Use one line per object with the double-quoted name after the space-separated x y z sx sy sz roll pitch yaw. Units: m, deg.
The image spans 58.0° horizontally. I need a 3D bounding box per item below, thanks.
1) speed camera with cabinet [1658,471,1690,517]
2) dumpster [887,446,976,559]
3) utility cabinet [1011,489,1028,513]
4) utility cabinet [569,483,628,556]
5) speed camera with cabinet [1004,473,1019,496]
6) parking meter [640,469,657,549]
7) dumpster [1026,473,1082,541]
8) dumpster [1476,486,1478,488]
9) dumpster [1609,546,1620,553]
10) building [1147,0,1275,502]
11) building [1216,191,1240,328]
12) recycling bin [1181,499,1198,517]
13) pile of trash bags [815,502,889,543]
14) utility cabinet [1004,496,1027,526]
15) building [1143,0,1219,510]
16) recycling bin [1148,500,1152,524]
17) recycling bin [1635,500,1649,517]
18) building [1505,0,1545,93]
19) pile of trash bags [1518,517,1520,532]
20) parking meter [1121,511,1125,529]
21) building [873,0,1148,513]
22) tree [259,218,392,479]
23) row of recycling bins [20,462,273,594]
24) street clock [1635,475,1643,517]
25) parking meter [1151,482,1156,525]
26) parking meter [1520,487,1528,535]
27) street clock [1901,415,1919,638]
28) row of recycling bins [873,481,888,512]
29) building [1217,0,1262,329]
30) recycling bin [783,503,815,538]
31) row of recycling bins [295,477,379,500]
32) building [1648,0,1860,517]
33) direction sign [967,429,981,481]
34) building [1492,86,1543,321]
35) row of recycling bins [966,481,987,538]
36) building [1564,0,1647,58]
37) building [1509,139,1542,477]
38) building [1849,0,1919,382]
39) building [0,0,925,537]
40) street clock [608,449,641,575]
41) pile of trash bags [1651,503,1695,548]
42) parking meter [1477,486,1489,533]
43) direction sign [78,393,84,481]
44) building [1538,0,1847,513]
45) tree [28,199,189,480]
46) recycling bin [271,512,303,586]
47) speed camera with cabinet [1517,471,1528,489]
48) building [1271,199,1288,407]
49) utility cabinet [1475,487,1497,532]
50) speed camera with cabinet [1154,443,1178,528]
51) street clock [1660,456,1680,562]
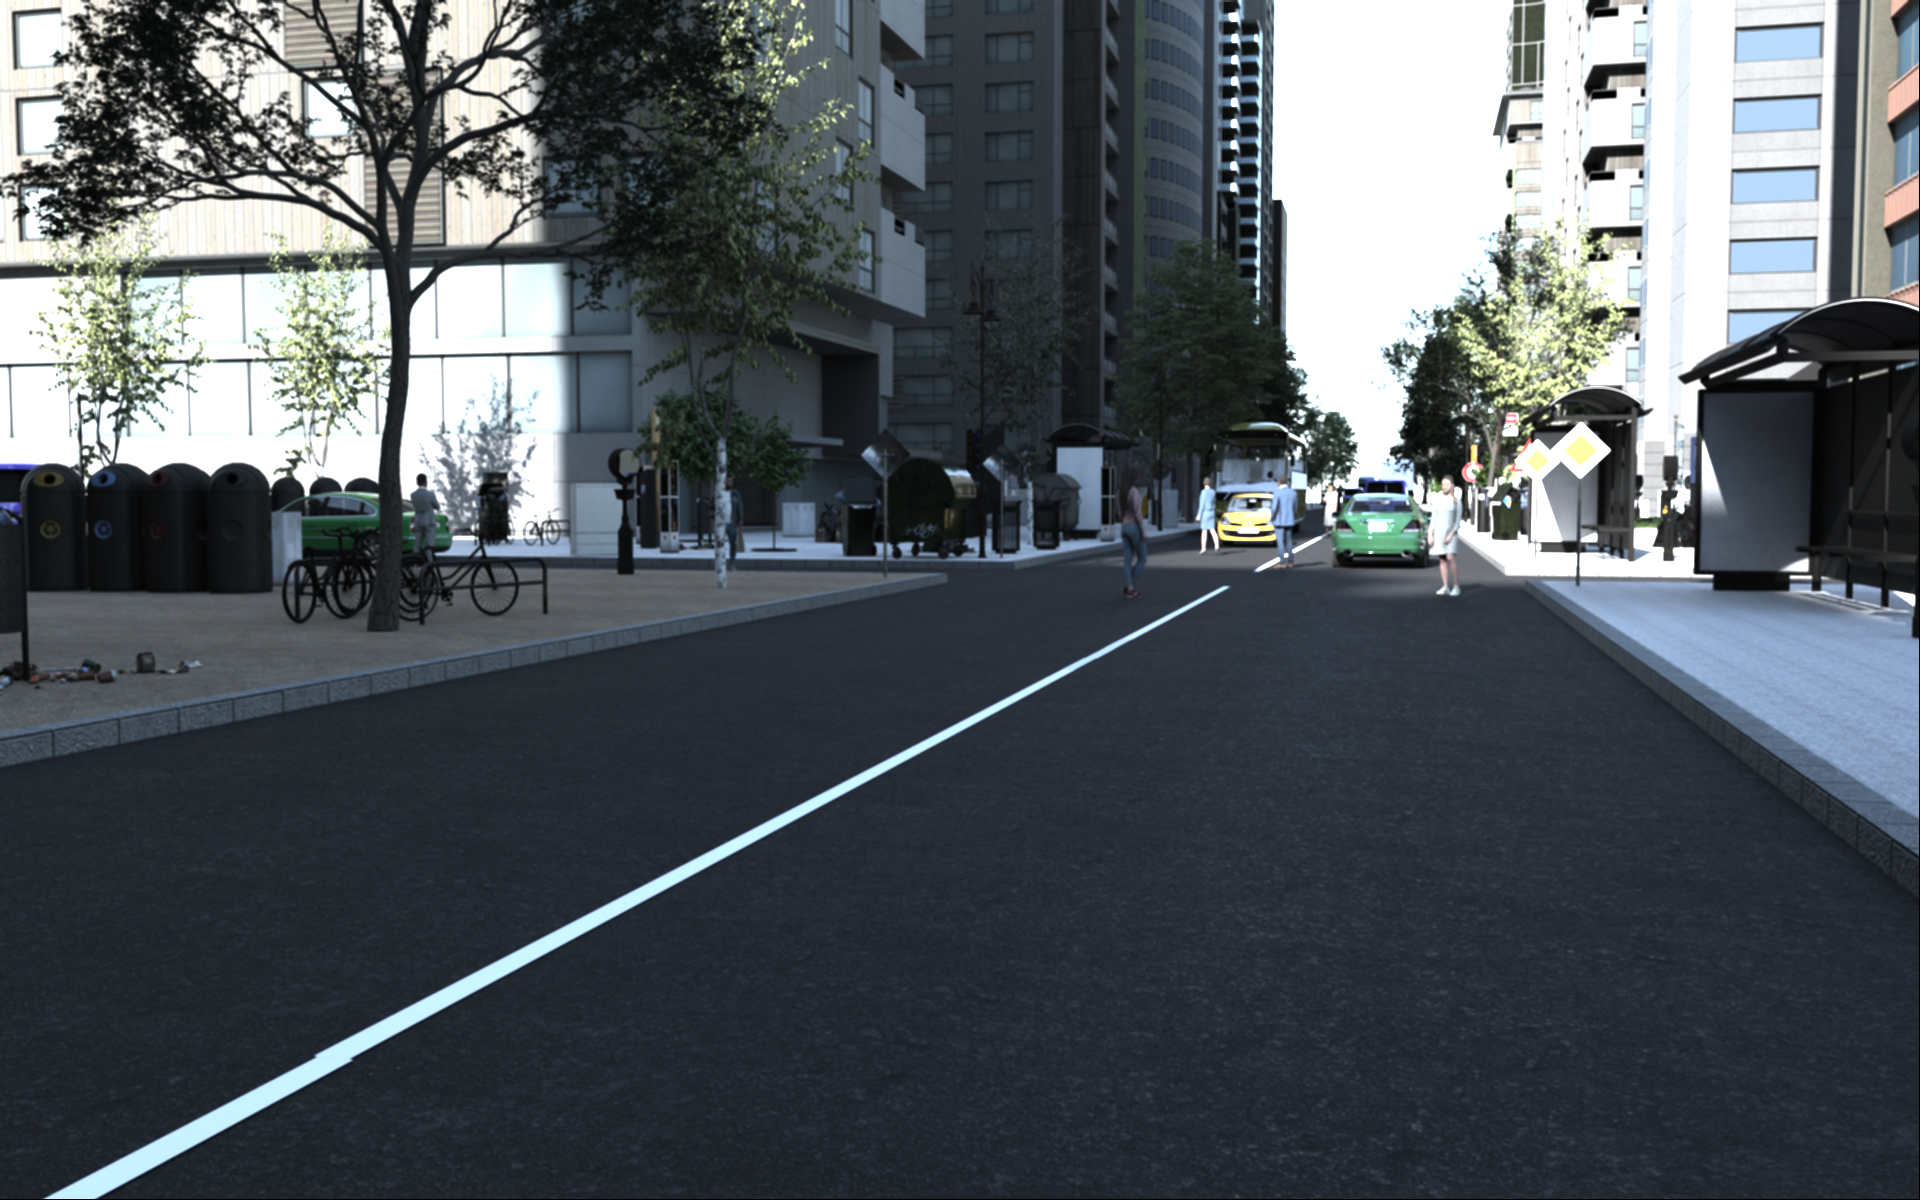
27.778 -4.421 66.620 0.660 3.252 2.038 -1 4 -17 "speed camera with cabinet"
-0.623 -1.977 34.810 1.502 2.255 1.985 1 4 14 "dumpster"
2.990 -4.467 81.722 1.173 1.500 0.318 -2 4 -35 "utility cabinet"
-7.503 -1.670 35.988 1.173 1.500 0.318 -3 4 -37 "utility cabinet"
3.196 -5.725 87.936 2.038 3.252 0.660 -2 4 -24 "speed camera with cabinet"
-7.365 -2.151 40.874 0.255 1.863 0.399 -3 5 -39 "parking meter"
2.582 -2.578 47.916 1.264 1.857 1.865 1 4 14 "dumpster"
23.939 -4.441 78.366 1.264 1.857 1.865 1 4 14 "dumpster"
14.225 -2.019 38.766 1.264 1.857 1.865 1 4 14 "dumpster"
34.793 -49.018 239.689 20.563 71.187 20.611 1 4 14 "building"
18.958 -24.082 165.449 14.160 30.474 14.107 1 4 14 "building"
12.959 -5.225 97.977 0.722 1.027 0.722 -2 4 -23 "recycling bin"
-2.075 -2.241 46.390 3.447 1.369 1.912 -2 4 -24 "pile of trash bags"
2.170 -3.553 69.256 1.020 1.237 0.306 -1 4 -13 "utility cabinet"
9.498 -36.857 144.615 21.231 58.520 28.212 1 4 14 "building"
8.550 -3.779 74.335 0.722 1.027 0.722 3 4 36 "recycling bin"
27.553 -3.550 70.604 0.722 1.027 0.722 -1 4 -9 "recycling bin"
85.024 -49.239 243.308 20.563 71.187 20.611 1 4 14 "building"
19.429 -3.118 60.730 1.912 1.369 3.447 0 4 -2 "pile of trash bags"
6.039 -3.322 62.729 0.372 1.533 0.369 0 3 0 "parking meter"
2.503 -25.280 96.916 14.154 41.232 14.086 1 4 14 "building"
-17.135 -5.883 46.552 4.737 8.622 4.395 0 3 0 "tree"
-10.755 -0.967 22.923 3.534 1.692 1.069 1 4 10 "row of recycling bins"
25.471 -3.701 65.079 0.358 2.002 0.471 3 4 36 "street clock"
8.078 -4.006 71.204 0.255 1.863 0.399 -2 4 -32 "parking meter"
17.794 -2.811 54.376 0.372 1.533 0.369 0 3 0 "parking meter"
8.621 -0.661 15.371 0.471 2.002 0.358 0 4 4 "street clock"
-2.322 -2.840 53.551 1.069 1.692 3.534 -3 5 -40 "row of recycling bins"
26.905 -55.119 213.864 22.319 86.520 31.000 1 4 14 "building"
-4.789 -2.381 51.489 0.722 1.027 0.722 2 4 32 "recycling bin"
-15.888 -2.147 42.214 3.534 1.692 1.069 -3 4 -36 "row of recycling bins"
45.157 -33.218 85.120 21.231 58.520 28.212 1 4 14 "building"
0.481 -4.198 60.633 0.379 3.537 0.876 -2 4 -32 "direction sign"
82.585 -38.541 219.390 28.713 52.752 27.495 1 4 14 "building"
0.152 -2.749 52.063 1.069 1.692 3.534 1 4 9 "row of recycling bins"
58.184 -32.685 123.644 28.713 52.752 27.495 1 4 14 "building"
71.093 -31.652 201.111 14.154 41.232 14.086 1 4 14 "building"
37.655 -23.778 43.396 28.867 44.769 22.147 1 4 14 "building"
-17.085 -29.057 64.314 28.713 52.752 27.495 1 4 14 "building"
-5.343 -1.410 27.631 0.358 2.002 0.471 3 5 44 "street clock"
18.409 -1.958 41.762 3.447 1.369 1.912 -2 4 -34 "pile of trash bags"
17.240 -2.977 57.084 0.372 1.533 0.369 0 3 0 "parking meter"
-19.810 -2.879 39.062 0.379 3.537 0.876 -2 4 -26 "direction sign"
61.842 -37.262 151.228 21.231 58.520 28.212 1 4 14 "building"
-20.676 -5.627 42.357 4.737 8.622 4.395 0 3 0 "tree"
-9.803 -0.735 24.575 0.722 1.027 0.722 0 4 -3 "recycling bin"
22.370 -4.647 70.320 2.038 3.252 0.660 3 5 42 "speed camera with cabinet"
40.992 -37.108 256.830 14.600 45.320 14.200 1 4 14 "building"
17.665 -3.014 57.956 0.318 1.500 1.173 -1 4 -12 "utility cabinet"
7.969 -4.437 66.879 0.660 3.252 2.038 0 4 -4 "speed camera with cabinet"
13.422 -1.724 32.764 0.358 2.002 0.471 1 4 18 "street clock"
